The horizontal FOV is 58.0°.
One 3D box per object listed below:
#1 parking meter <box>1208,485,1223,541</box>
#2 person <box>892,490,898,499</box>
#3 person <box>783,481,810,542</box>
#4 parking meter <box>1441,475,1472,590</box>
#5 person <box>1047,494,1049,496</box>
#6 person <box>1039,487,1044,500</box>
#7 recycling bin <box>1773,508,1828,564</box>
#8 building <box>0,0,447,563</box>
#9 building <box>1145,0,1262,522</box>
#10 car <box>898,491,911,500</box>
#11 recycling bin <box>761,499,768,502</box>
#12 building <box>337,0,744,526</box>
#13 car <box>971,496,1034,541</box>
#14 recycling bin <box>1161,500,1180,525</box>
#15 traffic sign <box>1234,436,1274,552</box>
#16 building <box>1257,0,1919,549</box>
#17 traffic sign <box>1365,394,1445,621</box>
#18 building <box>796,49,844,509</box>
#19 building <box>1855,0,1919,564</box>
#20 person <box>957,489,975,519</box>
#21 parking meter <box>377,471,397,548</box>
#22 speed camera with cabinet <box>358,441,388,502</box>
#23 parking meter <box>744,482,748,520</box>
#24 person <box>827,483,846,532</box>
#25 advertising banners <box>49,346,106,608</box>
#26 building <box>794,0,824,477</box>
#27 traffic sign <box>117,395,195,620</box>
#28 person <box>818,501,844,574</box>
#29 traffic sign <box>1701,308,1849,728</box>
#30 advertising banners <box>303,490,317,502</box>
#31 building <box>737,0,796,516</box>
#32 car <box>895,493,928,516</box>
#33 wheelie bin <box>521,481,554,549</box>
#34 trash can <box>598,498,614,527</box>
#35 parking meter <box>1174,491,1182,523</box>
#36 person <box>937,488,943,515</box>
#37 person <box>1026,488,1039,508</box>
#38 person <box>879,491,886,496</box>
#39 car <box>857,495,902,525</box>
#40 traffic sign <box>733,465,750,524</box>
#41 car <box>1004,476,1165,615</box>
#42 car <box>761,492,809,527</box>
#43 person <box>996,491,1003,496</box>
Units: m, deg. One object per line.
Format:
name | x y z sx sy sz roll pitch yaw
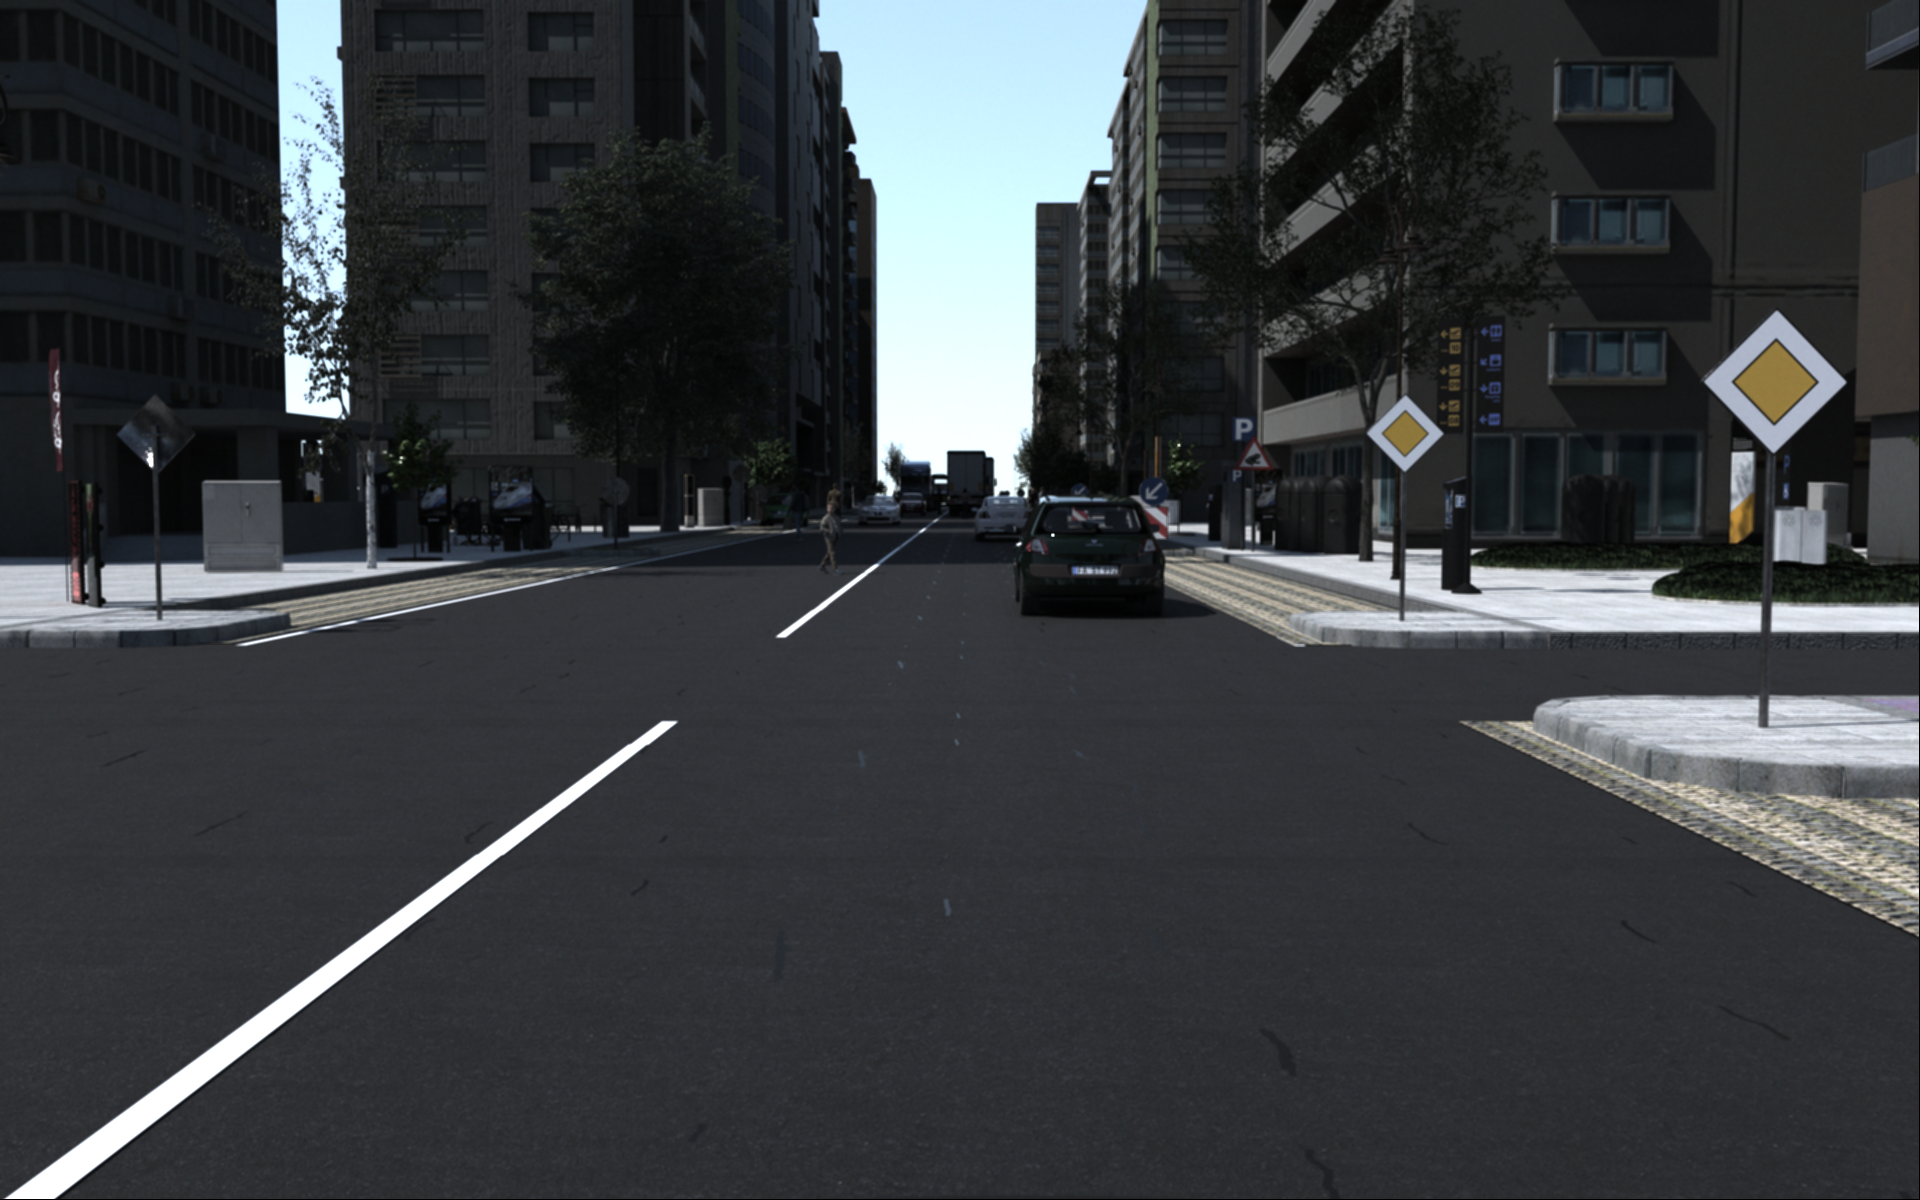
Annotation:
parking meter | 6.999 -2.387 47.442 0.372 1.533 0.369 0 3 0
person | -7.033 -10.913 186.923 0.705 1.824 1.348 -2 4 -27
person | -4.897 -2.646 51.755 0.794 1.824 0.713 -3 4 -37
parking meter | 6.647 -0.903 23.174 0.372 1.533 0.369 0 3 0
person | 9.005 -9.986 174.986 0.599 1.433 0.991 -3 5 -42
person | 4.387 -5.031 90.963 0.583 1.804 0.606 1 4 9
recycling bin | 13.128 -0.890 27.104 0.722 1.027 0.722 1 4 20
building | -30.272 -21.268 39.608 32.217 40.220 23.993 0 4 0
building | 16.025 -24.552 85.015 14.154 41.232 14.086 0 4 0
car | -3.756 -7.439 131.412 2.009 1.686 4.222 0 4 -2
recycling bin | -9.424 -4.475 85.717 0.722 1.027 0.722 1 4 10
building | -17.325 -23.903 74.401 14.154 41.232 14.086 0 4 0
car | 1.394 -2.544 53.957 2.083 1.381 4.827 0 3 0
recycling bin | 8.590 -3.604 71.484 0.722 1.027 0.722 3 5 43
traffic sign | 6.530 -2.358 38.560 0.884 2.594 0.081 0 4 1
building | 21.092 -26.031 49.310 21.300 48.544 21.600 0 4 0
traffic sign | 4.462 -0.844 17.440 0.795 2.450 0.064 0 4 0
building | -18.001 -28.856 155.394 14.154 41.232 14.086 0 4 0
building | 23.341 -22.829 23.369 14.200 45.320 14.600 0 4 0
person | 0.342 -5.482 98.848 1.217 1.736 0.721 2 4 33
parking meter | -13.637 -2.172 41.218 0.399 1.863 0.255 0 4 7
speed camera with cabinet | -19.121 -3.699 54.821 2.038 3.252 0.660 1 4 12
parking meter | -10.738 -4.896 85.754 0.399 1.863 0.255 -3 5 -40
person | -4.683 -3.511 65.816 0.656 1.842 0.836 -2 4 -32
advertising banners | -10.300 -1.466 20.158 0.090 3.025 2.074 -3 5 -40
building | -25.162 -33.339 134.336 28.713 52.752 27.495 0 4 0
traffic sign | -8.131 -0.850 17.540 0.795 2.450 0.064 0 4 0
person | -2.298 -1.120 31.078 0.640 1.303 0.475 2 4 34
traffic sign | 4.412 -0.355 9.455 0.795 2.450 0.064 0 4 0
advertising banners | -20.940 -3.514 53.648 2.074 3.025 0.090 0 4 5
building | -22.046 -34.485 105.836 21.231 58.520 28.212 0 4 0
car | -3.193 -6.437 114.293 2.155 1.783 4.494 0 4 1
wheelie bin | -9.893 -1.982 40.309 0.693 1.594 0.980 0 4 4
trash can | -13.786 -3.430 67.741 0.748 1.137 0.748 0 3 0
parking meter | 9.819 -4.419 77.961 0.255 1.863 0.399 2 4 34
person | -1.391 -6.882 121.029 0.705 1.822 1.348 1 4 11
person | 3.933 -5.272 95.218 1.217 1.766 0.721 -3 5 -40
person | -7.446 -9.619 166.580 0.742 1.727 0.445 1 4 16
car | -3.760 -4.215 81.275 2.083 1.381 4.827 0 4 0
traffic sign | -9.475 -4.590 75.160 0.768 2.556 0.104 0 4 1
car | 1.566 -0.738 21.854 2.009 1.686 4.222 0 4 1
car | -7.597 -4.058 75.137 1.959 1.807 4.718 0 3 0
person | 4.339 -11.013 189.095 0.617 1.759 0.750 3 5 43
